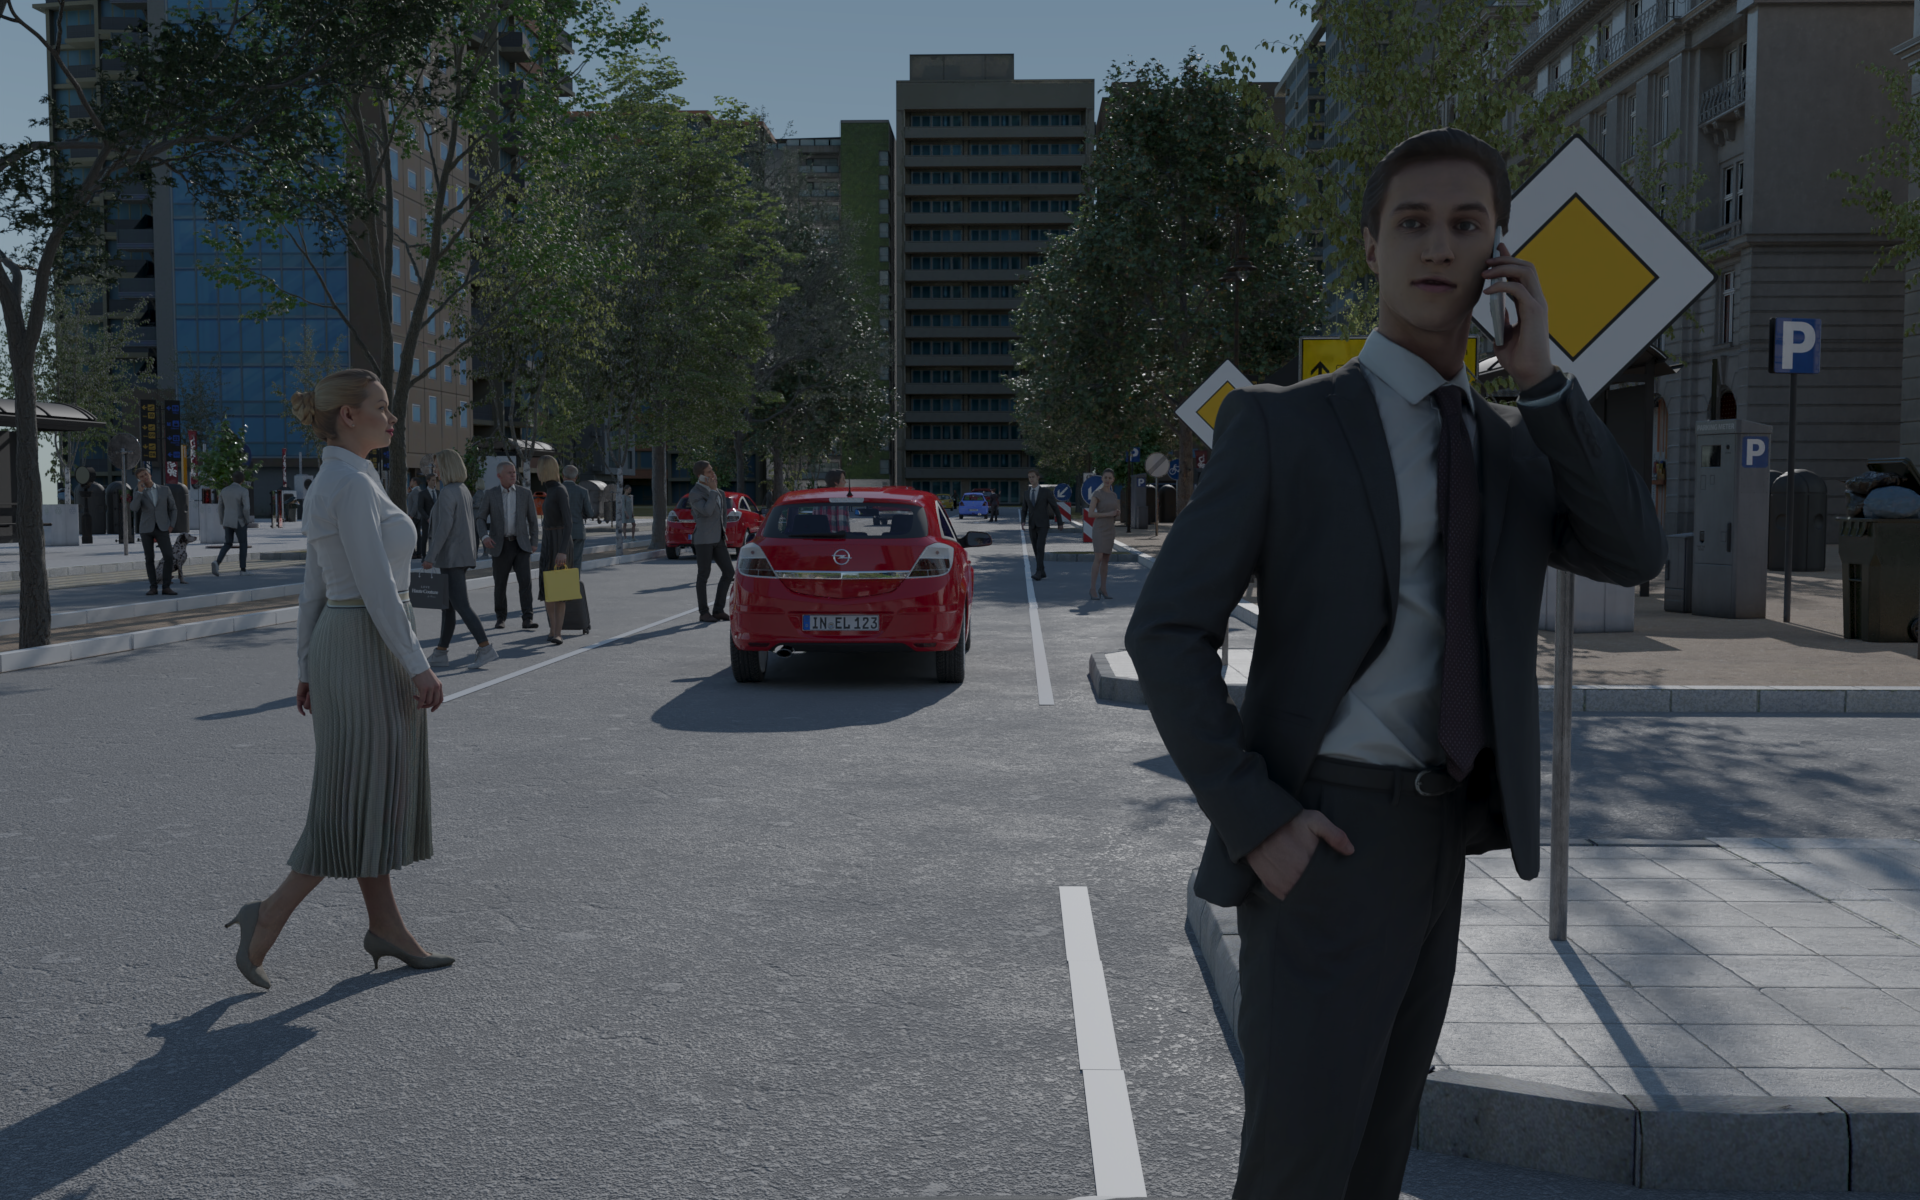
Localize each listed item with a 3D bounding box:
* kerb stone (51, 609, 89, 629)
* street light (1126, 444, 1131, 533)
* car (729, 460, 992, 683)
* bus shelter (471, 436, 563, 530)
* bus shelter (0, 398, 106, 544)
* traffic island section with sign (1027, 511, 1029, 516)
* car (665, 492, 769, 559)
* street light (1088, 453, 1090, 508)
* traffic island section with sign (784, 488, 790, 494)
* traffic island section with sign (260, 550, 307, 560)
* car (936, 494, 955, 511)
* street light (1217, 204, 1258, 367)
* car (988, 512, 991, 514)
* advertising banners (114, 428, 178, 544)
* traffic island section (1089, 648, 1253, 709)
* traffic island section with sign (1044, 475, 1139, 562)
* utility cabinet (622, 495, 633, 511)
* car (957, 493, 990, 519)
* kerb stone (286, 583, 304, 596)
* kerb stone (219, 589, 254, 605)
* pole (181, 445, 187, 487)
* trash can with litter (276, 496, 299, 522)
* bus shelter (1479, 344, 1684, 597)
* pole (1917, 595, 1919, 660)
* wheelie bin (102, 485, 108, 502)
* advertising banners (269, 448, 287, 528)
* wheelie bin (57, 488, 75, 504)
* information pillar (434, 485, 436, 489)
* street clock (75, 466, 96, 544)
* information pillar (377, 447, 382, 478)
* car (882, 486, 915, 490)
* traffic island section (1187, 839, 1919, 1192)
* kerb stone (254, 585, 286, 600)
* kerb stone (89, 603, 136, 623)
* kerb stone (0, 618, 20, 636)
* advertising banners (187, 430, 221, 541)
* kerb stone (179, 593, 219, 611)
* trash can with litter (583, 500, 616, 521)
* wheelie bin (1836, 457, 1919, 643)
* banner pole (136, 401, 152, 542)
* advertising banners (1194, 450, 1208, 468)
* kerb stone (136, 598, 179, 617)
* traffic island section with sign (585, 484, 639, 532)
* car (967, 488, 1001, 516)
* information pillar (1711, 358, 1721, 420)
[{"bbox_3d":[-9.668,0.228,18.517,0.120,0.150,1.000,0,4,2],"label":"kerb stone"},{"bbox_3d":[5.597,-5.167,57.275,0.468,5.910,1.993,0,4,2],"label":"street light"},{"bbox_3d":[-0.807,-0.342,14.635,2.155,1.783,4.494,0,4,1],"label":"car"},{"bbox_3d":[-16.244,-4.255,63.486,2.014,3.302,5.546,0,4,2],"label":"bus shelter"},{"bbox_3d":[-20.134,-2.572,35.975,2.014,3.302,5.546,0,4,2],"label":"bus shelter"},{"bbox_3d":[5.341,-6.487,114.685,1.989,1.847,2.006,0,4,2],"label":"traffic island section with sign"},{"bbox_3d":[-5.463,-1.860,39.448,2.155,1.783,4.494,0,4,3],"label":"car"},{"bbox_3d":[6.480,-6.958,86.545,0.468,5.910,1.993,0,4,2],"label":"street light"},{"bbox_3d":[-11.603,-6.541,115.574,1.989,1.847,2.006,0,4,2],"label":"traffic island section with sign"},{"bbox_3d":[-14.134,-1.820,38.383,1.989,1.847,2.006,0,4,2],"label":"traffic island section with sign"},{"bbox_3d":[-1.433,-8.427,148.000,2.015,1.641,3.980,0,4,1],"label":"car"},{"bbox_3d":[4.464,-3.378,28.014,0.468,5.910,1.993,0,4,2],"label":"street light"},{"bbox_3d":[1.470,-7.155,128.786,2.131,1.459,4.920,0,4,1],"label":"car"},{"bbox_3d":[-21.248,-3.008,45.375,0.090,3.025,2.074,2,4,26],"label":"advertising banners"},{"bbox_3d":[2.005,0.569,12.985,2.009,0.180,2.903,0,4,2],"label":"traffic island section"},{"bbox_3d":[2.825,-1.770,37.570,1.989,1.847,2.006,0,4,2],"label":"traffic island section with sign"},{"bbox_3d":[-16.636,-4.566,85.818,0.306,1.237,1.020,2,4,29],"label":"utility cabinet"},{"bbox_3d":[0.791,-5.563,100.549,1.945,1.707,3.694,0,4,1],"label":"car"},{"bbox_3d":[-9.469,-0.151,24.670,0.120,0.150,1.000,0,4,2],"label":"kerb stone"},{"bbox_3d":[-9.532,-0.025,22.606,0.120,0.150,1.000,0,4,2],"label":"kerb stone"},{"bbox_3d":[-32.237,-4.781,72.009,0.158,3.312,0.155,0,3,0],"label":"pole"},{"bbox_3d":[-30.645,-4.120,78.745,0.624,1.170,1.055,3,5,44],"label":"trash can with litter"},{"bbox_3d":[7.921,-1.841,24.016,2.014,3.302,5.546,0,4,2],"label":"bus shelter"},{"bbox_3d":[7.532,-1.191,13.324,0.158,3.312,0.155,0,3,0],"label":"pole"},{"bbox_3d":[-30.946,-3.359,62.833,0.980,1.594,0.693,0,4,7],"label":"wheelie bin"},{"bbox_3d":[-25.720,-4.234,65.411,0.090,3.025,2.074,0,4,-4],"label":"advertising banners"},{"bbox_3d":[-31.264,-3.231,60.734,0.693,1.594,0.980,-2,4,-28],"label":"wheelie bin"},{"bbox_3d":[-25.042,-4.757,82.276,0.304,2.012,0.304,-2,4,-26],"label":"information pillar"},{"bbox_3d":[-22.538,-2.453,44.671,0.471,2.002,0.358,1,4,15],"label":"street clock"},{"bbox_3d":[-22.174,-4.572,66.115,0.183,3.616,0.504,0,4,0],"label":"information pillar"},{"bbox_3d":[-2.868,-4.415,80.862,2.281,1.827,5.304,0,4,4],"label":"car"},{"bbox_3d":[1.744,1.057,5.005,2.009,0.180,2.903,0,4,2],"label":"traffic island section"},{"bbox_3d":[-9.495,-0.087,23.629,0.120,0.150,1.000,0,4,2],"label":"kerb stone"},{"bbox_3d":[-9.634,0.163,19.538,0.120,0.150,1.000,0,4,2],"label":"kerb stone"},{"bbox_3d":[-9.702,0.288,17.489,0.120,0.150,1.000,0,4,2],"label":"kerb stone"},{"bbox_3d":[-20.951,-3.180,48.176,0.090,3.025,2.074,0,4,2],"label":"advertising banners"},{"bbox_3d":[-9.562,0.037,21.584,0.120,0.150,1.000,0,4,2],"label":"kerb stone"},{"bbox_3d":[-16.786,-4.358,82.303,2.233,1.210,1.678,0,4,1],"label":"trash can with litter"},{"bbox_3d":[8.105,-0.441,15.126,0.693,1.594,0.980,0,4,-2],"label":"wheelie bin"},{"bbox_3d":[-22.072,-3.483,46.968,0.401,3.779,0.863,0,4,-3],"label":"banner pole"},{"bbox_3d":[10.329,-4.437,68.730,2.074,3.025,0.090,1,4,8],"label":"advertising banners"},{"bbox_3d":[-9.606,0.100,20.562,0.120,0.150,1.000,0,4,2],"label":"kerb stone"},{"bbox_3d":[-13.243,-3.481,65.544,1.989,1.847,2.006,0,4,2],"label":"traffic island section with sign"},{"bbox_3d":[1.561,-6.580,116.261,2.281,1.827,5.304,0,4,3],"label":"car"},{"bbox_3d":[13.122,-2.372,30.139,0.183,3.616,0.504,2,4,31],"label":"information pillar"}]
